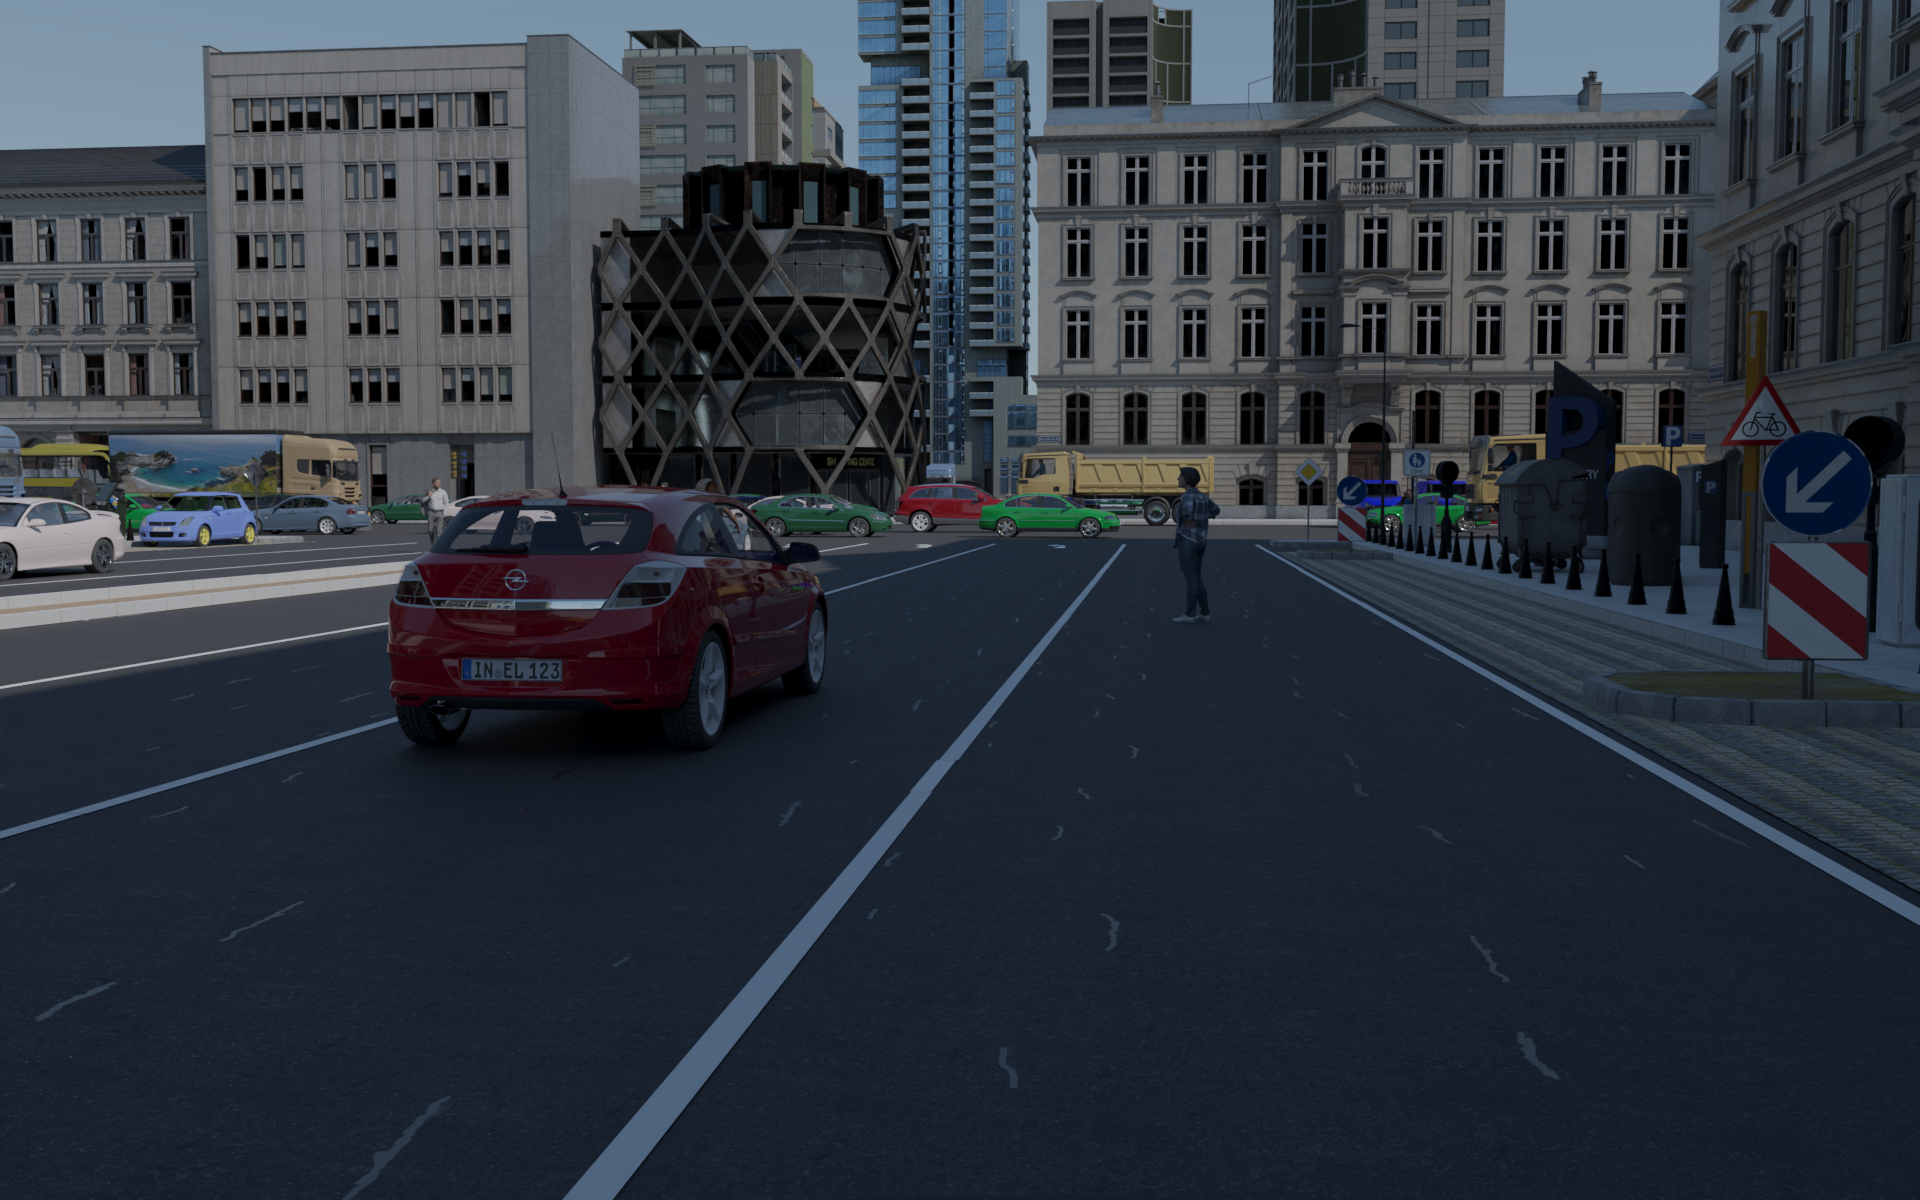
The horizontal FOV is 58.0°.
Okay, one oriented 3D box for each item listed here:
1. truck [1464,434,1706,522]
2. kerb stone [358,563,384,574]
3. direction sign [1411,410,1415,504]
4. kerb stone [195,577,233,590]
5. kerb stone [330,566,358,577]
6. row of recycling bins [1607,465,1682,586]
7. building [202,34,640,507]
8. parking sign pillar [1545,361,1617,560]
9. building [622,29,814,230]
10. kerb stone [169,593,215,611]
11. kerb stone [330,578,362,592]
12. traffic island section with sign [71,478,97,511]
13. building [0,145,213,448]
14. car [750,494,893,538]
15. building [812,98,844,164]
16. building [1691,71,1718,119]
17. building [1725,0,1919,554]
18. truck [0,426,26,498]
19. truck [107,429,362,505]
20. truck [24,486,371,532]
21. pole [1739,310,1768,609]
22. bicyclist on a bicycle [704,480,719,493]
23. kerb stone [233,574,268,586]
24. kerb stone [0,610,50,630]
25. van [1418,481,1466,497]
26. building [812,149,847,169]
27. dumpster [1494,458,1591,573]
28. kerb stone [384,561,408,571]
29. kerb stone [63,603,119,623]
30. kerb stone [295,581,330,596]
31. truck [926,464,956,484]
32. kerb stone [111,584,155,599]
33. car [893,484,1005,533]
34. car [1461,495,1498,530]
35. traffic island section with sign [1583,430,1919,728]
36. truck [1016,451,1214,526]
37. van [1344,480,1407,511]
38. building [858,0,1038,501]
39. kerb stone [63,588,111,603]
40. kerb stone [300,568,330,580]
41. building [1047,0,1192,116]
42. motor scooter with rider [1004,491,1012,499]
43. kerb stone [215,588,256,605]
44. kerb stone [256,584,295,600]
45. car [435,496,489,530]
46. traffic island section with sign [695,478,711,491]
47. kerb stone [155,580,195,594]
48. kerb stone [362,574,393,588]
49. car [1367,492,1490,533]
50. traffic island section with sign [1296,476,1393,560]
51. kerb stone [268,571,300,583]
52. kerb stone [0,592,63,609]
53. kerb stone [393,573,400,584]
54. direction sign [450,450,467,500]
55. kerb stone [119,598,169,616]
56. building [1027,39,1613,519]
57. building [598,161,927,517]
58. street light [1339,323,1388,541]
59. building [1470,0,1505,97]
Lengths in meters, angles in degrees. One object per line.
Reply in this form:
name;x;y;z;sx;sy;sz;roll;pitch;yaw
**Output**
truck;20.593;-3.677;56.049;9.791;3.379;3.469;0;4;6
kerb stone;-10.713;-0.553;31.233;0.120;0.150;1.000;0;4;7
direction sign;12.332;-3.374;47.164;0.379;3.537;0.876;1;4;18
kerb stone;-11.327;-0.239;26.107;0.120;0.150;1.000;0;4;7
kerb stone;-10.832;-0.490;30.213;0.120;0.150;1.000;0;4;7
row of recycling bins;10.139;-1.133;25.634;1.069;1.692;3.534;2;4;23
building;-29.220;-17.034;96.531;19.932;24.808;12.078;0;4;7
parking sign pillar;12.362;-2.817;34.536;1.447;3.967;1.447;-3;5;-42
building;-21.336;-28.847;155.243;14.154;41.232;14.086;0;4;7
kerb stone;-9.727;0.028;21.762;0.120;0.150;1.000;0;4;7
kerb stone;-9.245;-0.223;25.847;0.120;0.150;1.000;0;4;7
traffic island section with sign;-21.522;-2.032;41.858;1.989;1.847;2.006;0;4;7
building;-59.313;-15.198;99.404;40.483;20.767;10.553;0;4;7
car;-4.691;-2.832;58.108;4.920;1.459;2.131;0;4;6
building;-31.958;-44.017;261.678;28.212;58.520;21.231;0;4;7
building;50.895;-17.759;87.628;25.104;27.353;12.463;0;4;7
building;20.917;-12.503;23.511;14.460;24.649;34.723;0;4;7
truck;-42.435;-4.455;62.593;18.799;4.110;2.967;1;4;8
truck;-31.601;-5.353;76.434;11.283;4.237;2.839;0;4;7
truck;-31.915;-4.644;65.691;18.799;4.110;2.967;0;4;5
pole;8.875;-1.561;19.373;0.158;3.312;0.155;0;3;0
bicyclist on a bicycle;-3.346;-0.821;23.444;1.499;1.676;1.625;0;4;7
kerb stone;-11.202;-0.301;27.132;0.120;0.150;1.000;0;4;7
kerb stone;-10.088;0.214;18.697;0.120;0.150;1.000;0;4;7
van;21.531;-4.443;77.031;2.240;2.365;5.245;0;4;7
building;-22.510;-30.518;190.856;23.993;40.220;32.217;0;4;7
dumpster;9.687;-1.410;28.813;1.264;1.857;1.865;0;4;7
kerb stone;-10.595;-0.615;32.254;0.120;0.150;1.000;0;4;7
kerb stone;-9.967;0.152;19.718;0.120;0.150;1.000;0;4;7
kerb stone;-9.364;-0.161;24.826;0.120;0.150;1.000;0;4;7
truck;-0.802;-10.373;159.352;2.967;4.110;18.799;0;4;8
kerb stone;-11.563;-0.114;24.063;0.120;0.150;1.000;0;4;7
car;0.152;-3.443;64.963;5.304;1.827;2.281;0;4;8
car;22.163;-3.753;70.395;4.494;1.783;2.155;0;4;8
traffic island section with sign;5.295;-0.178;11.531;1.989;1.847;2.006;0;4;7
truck;6.621;-5.081;79.002;9.791;3.379;3.469;1;4;8
van;17.723;-4.261;74.052;2.240;2.365;5.245;0;4;5
building;-2.538;-57.788;257.509;31.000;86.520;22.319;0;4;7
kerb stone;-11.692;-0.052;23.042;0.120;0.150;1.000;0;4;7
kerb stone;-10.961;-0.424;29.190;0.120;0.150;1.000;0;4;7
building;23.482;-49.904;254.182;20.611;71.187;20.563;0;4;7
motor scooter with rider;4.869;-10.144;174.811;0.876;1.779;1.986;0;4;6
kerb stone;-9.611;-0.036;22.785;0.120;0.150;1.000;0;4;7
kerb stone;-9.490;-0.099;23.807;0.120;0.150;1.000;0;4;7
car;-16.716;-3.060;62.394;4.827;1.381;2.083;1;4;8
traffic island section with sign;-7.447;-2.546;49.770;2.006;1.907;1.989;0;4;7
kerb stone;-11.451;-0.177;25.084;0.120;0.150;1.000;0;4;7
kerb stone;-9.120;-0.281;26.867;0.120;0.150;1.000;0;4;7
car;17.579;-3.461;65.379;4.718;1.807;1.959;0;4;6
traffic island section with sign;8.504;-1.823;38.441;1.989;1.847;2.006;0;4;7
kerb stone;-11.078;-0.357;28.157;0.120;0.150;1.000;0;4;7
kerb stone;-11.806;0.011;22.015;0.120;0.150;1.000;0;4;7
kerb stone;-9.003;-0.348;27.887;0.120;0.150;1.000;0;4;7
direction sign;-25.706;-5.925;88.877;0.876;3.537;0.379;-3;5;-40
kerb stone;-9.844;0.089;20.738;0.120;0.150;1.000;0;4;7
building;21.335;-16.719;92.444;34.723;24.649;14.460;0;4;7
building;-10.117;-14.076;97.601;16.811;18.784;16.820;0;4;7
street light;10.991;-4.565;47.183;1.470;5.913;1.316;0;4;7
building;39.910;-44.576;167.065;20.563;71.187;20.611;0;4;7
